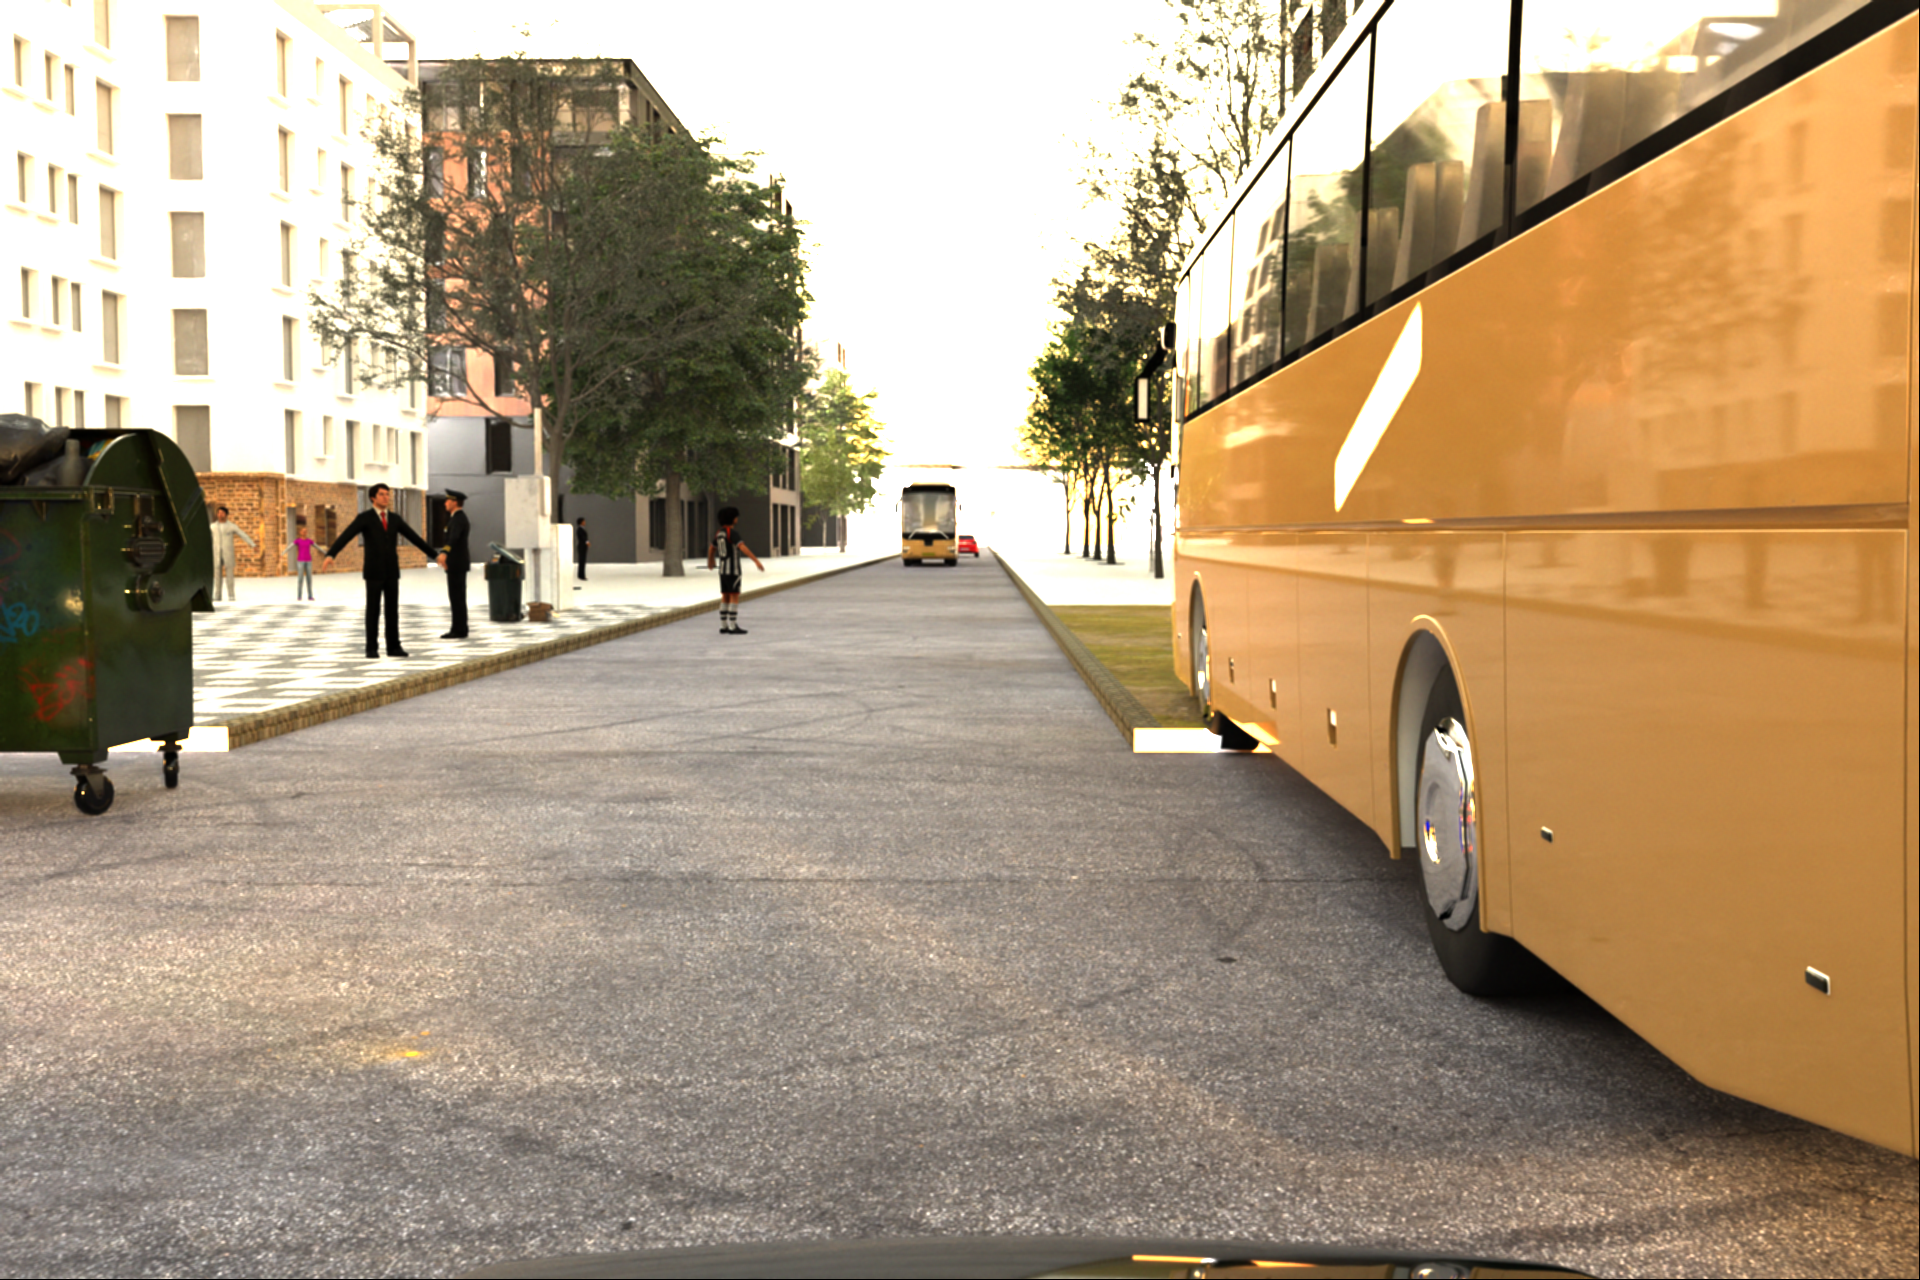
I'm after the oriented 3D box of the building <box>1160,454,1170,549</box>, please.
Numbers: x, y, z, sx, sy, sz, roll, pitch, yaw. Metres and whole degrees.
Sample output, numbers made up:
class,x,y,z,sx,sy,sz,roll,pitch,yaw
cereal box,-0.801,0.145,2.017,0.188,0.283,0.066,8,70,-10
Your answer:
class,x,y,z,sx,sy,sz,roll,pitch,yaw
building,21.986,-12.107,140.089,9.099,9.664,28.070,0,4,1

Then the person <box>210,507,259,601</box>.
class,x,y,z,sx,sy,sz,roll,pitch,yaw
person,-14.135,-1.653,33.219,1.347,1.806,0.705,-1,4,-10

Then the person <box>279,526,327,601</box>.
class,x,y,z,sx,sy,sz,roll,pitch,yaw
person,-12.636,-1.478,33.428,0.991,1.433,0.599,-2,4,-35

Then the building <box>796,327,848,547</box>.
class,x,y,z,sx,sy,sz,roll,pitch,yaw
building,-26.237,-19.972,170.510,27.936,21.610,32.646,0,4,1

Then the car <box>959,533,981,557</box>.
class,x,y,z,sx,sy,sz,roll,pitch,yaw
car,0.270,-6.091,108.631,2.155,1.783,4.494,0,4,-1

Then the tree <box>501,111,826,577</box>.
class,x,y,z,sx,sy,sz,roll,pitch,yaw
tree,-8.780,-8.890,52.006,9.857,13.997,8.962,0,3,0

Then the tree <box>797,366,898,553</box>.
class,x,y,z,sx,sy,sz,roll,pitch,yaw
tree,-8.101,-12.199,117.583,7.486,12.596,7.792,0,3,0

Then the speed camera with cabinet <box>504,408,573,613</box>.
class,x,y,z,sx,sy,sz,roll,pitch,yaw
speed camera with cabinet,-6.805,-2.059,28.008,0.660,3.252,2.038,0,4,2

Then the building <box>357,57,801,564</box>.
class,x,y,z,sx,sy,sz,roll,pitch,yaw
building,-24.209,-15.121,91.205,27.936,21.610,32.646,0,4,1

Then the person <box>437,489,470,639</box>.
class,x,y,z,sx,sy,sz,roll,pitch,yaw
person,-6.243,-0.945,21.384,0.705,1.837,1.347,-1,4,-8

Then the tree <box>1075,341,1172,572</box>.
class,x,y,z,sx,sy,sz,roll,pitch,yaw
tree,6.311,-6.596,58.212,4.737,8.622,4.395,0,3,0

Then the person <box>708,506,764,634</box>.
class,x,y,z,sx,sy,sz,roll,pitch,yaw
person,-3.285,-0.997,24.910,0.704,1.843,1.345,-3,5,-41

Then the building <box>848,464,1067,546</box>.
class,x,y,z,sx,sy,sz,roll,pitch,yaw
building,-1.036,-16.045,206.947,28.070,9.664,9.099,0,4,0

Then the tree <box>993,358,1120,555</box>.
class,x,y,z,sx,sy,sz,roll,pitch,yaw
tree,6.871,-12.112,108.400,12.009,13.543,11.850,0,3,0

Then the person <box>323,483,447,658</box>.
class,x,y,z,sx,sy,sz,roll,pitch,yaw
person,-6.000,-0.723,18.009,1.347,1.806,0.705,-3,5,-44

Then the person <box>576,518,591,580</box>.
class,x,y,z,sx,sy,sz,roll,pitch,yaw
person,-10.447,-2.538,48.216,0.721,1.740,1.216,-1,4,-22

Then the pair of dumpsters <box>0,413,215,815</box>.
class,x,y,z,sx,sy,sz,roll,pitch,yaw
pair of dumpsters,-6.448,-0.258,9.165,4.436,2.255,1.574,0,4,0

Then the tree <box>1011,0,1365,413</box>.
class,x,y,z,sx,sy,sz,roll,pitch,yaw
tree,6.135,-7.659,35.591,12.009,13.543,11.850,0,3,0

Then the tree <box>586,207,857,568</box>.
class,x,y,z,sx,sy,sz,roll,pitch,yaw
tree,-9.409,-9.454,64.944,12.009,13.543,11.850,0,3,0

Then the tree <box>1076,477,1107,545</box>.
class,x,y,z,sx,sy,sz,roll,pitch,yaw
tree,16.413,-15.843,209.387,4.360,8.622,3.978,0,3,0

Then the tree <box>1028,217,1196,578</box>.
class,x,y,z,sx,sy,sz,roll,pitch,yaw
tree,5.453,-7.062,49.872,7.601,10.594,8.767,-1,4,-19

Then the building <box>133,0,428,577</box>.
class,x,y,z,sx,sy,sz,roll,pitch,yaw
building,-25.341,-11.997,52.563,16.016,20.090,11.380,0,4,1

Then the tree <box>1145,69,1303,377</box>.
class,x,y,z,sx,sy,sz,roll,pitch,yaw
tree,5.673,-4.707,27.324,4.360,8.622,3.978,0,3,0

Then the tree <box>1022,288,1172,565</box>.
class,x,y,z,sx,sy,sz,roll,pitch,yaw
tree,6.261,-9.004,72.965,9.928,11.665,9.643,0,3,0

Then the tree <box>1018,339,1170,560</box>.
class,x,y,z,sx,sy,sz,roll,pitch,yaw
tree,6.678,-9.697,84.309,9.928,11.665,9.643,0,3,0

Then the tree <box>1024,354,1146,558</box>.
class,x,y,z,sx,sy,sz,roll,pitch,yaw
tree,6.948,-10.283,93.890,9.928,11.665,9.643,0,3,0

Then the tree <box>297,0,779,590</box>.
class,x,y,z,sx,sy,sz,roll,pitch,yaw
tree,-9.427,-7.921,39.882,12.009,13.543,11.850,0,3,0

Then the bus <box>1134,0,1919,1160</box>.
class,x,y,z,sx,sy,sz,roll,pitch,yaw
bus,2.765,-1.017,8.178,2.896,3.916,12.252,0,4,1

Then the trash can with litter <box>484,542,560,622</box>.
class,x,y,z,sx,sy,sz,roll,pitch,yaw
trash can with litter,-6.433,-0.860,25.440,1.055,1.170,0.624,0,4,2

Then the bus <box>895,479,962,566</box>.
class,x,y,z,sx,sy,sz,roll,pitch,yaw
bus,-1.325,-5.461,80.831,2.896,3.916,12.252,0,4,0

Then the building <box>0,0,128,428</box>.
class,x,y,z,sx,sy,sz,roll,pitch,yaw
building,-28.199,-10.968,35.743,16.016,20.090,11.380,0,4,0

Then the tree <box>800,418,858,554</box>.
class,x,y,z,sx,sy,sz,roll,pitch,yaw
tree,-8.655,-9.819,110.906,4.737,8.622,4.395,0,3,0

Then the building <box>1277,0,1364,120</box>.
class,x,y,z,sx,sy,sz,roll,pitch,yaw
building,25.072,-13.417,63.335,27.936,21.610,32.646,0,4,1

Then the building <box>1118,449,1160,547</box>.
class,x,y,z,sx,sy,sz,roll,pitch,yaw
building,21.201,-13.972,170.587,9.099,9.664,28.070,0,4,0
